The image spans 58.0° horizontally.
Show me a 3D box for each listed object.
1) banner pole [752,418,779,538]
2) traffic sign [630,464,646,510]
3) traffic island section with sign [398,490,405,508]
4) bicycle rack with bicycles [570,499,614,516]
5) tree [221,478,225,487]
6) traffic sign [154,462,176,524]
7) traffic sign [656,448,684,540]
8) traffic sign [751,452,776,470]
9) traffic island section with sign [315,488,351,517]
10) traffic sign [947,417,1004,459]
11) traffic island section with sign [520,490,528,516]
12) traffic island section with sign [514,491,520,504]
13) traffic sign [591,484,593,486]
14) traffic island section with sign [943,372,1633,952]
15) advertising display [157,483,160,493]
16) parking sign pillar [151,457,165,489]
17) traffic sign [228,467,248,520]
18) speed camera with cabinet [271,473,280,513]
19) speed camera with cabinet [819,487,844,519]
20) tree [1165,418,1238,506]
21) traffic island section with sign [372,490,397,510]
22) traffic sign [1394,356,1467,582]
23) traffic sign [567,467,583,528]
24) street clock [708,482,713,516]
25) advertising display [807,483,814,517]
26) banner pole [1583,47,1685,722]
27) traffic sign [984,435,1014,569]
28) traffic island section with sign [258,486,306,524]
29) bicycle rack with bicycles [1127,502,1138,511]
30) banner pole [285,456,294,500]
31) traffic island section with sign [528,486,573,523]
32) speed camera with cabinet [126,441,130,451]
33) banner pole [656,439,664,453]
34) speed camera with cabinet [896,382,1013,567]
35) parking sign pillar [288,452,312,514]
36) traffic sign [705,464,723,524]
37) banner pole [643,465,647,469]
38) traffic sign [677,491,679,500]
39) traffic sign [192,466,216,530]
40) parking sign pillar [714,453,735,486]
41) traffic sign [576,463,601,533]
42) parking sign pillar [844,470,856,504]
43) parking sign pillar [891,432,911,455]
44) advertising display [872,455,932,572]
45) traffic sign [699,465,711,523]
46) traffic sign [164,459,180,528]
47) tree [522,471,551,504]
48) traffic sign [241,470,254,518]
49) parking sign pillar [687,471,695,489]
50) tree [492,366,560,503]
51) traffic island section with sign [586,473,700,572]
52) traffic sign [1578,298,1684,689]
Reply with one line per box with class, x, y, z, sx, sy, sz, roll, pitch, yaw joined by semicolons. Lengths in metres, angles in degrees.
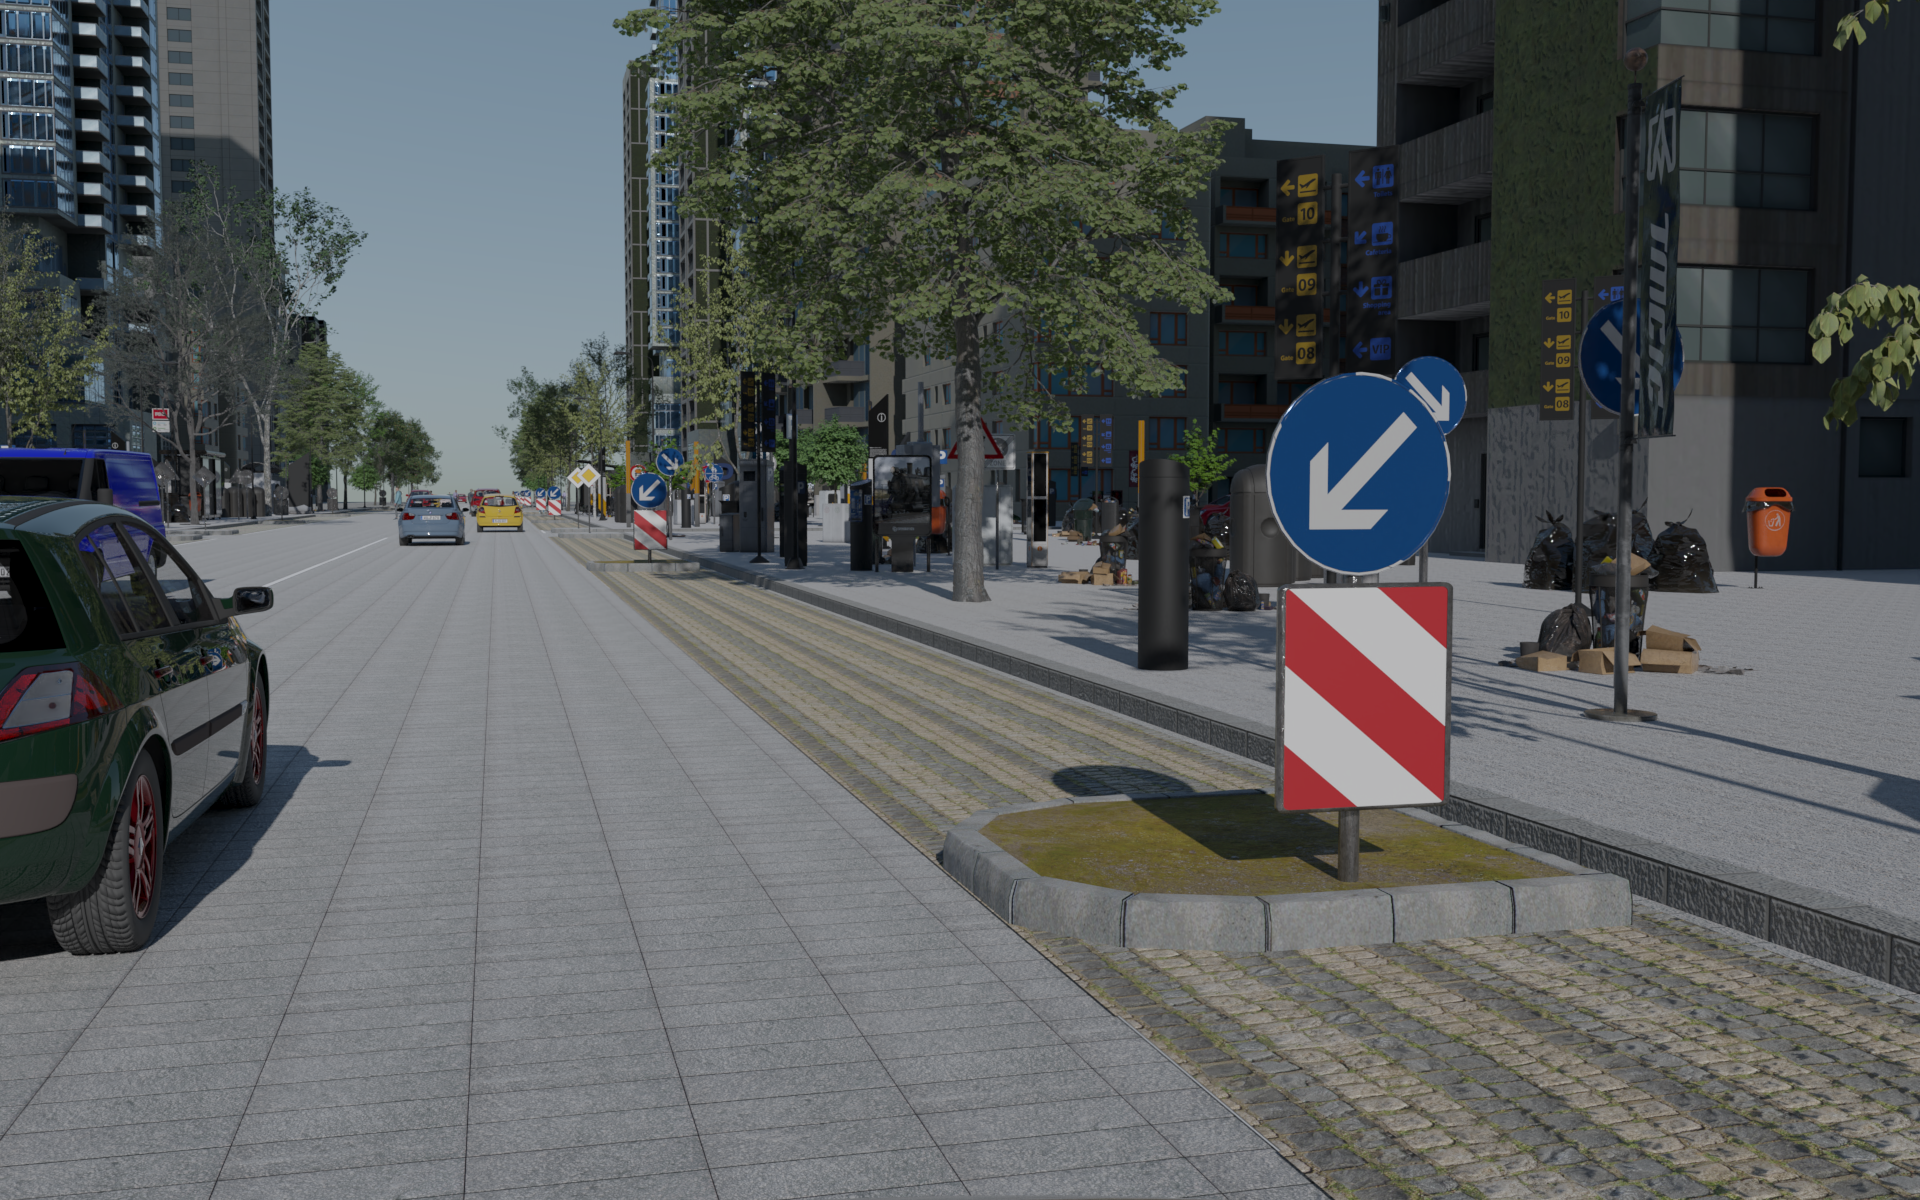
banner pole;-5.645;-3.671;50.038;0.863;3.779;0.401;-2;4;-33
traffic sign;-13.843;-4.553;74.554;0.768;2.556;0.104;-1;4;-13
traffic island section with sign;-59.539;-10.725;183.988;1.989;1.847;2.006;-1;4;-15
bicycle rack with bicycles;-21.804;-5.564;104.360;2.925;0.926;2.852;0;3;0
tree;-48.901;-7.299;113.940;1.663;3.219;1.824;0;3;0
traffic sign;-24.630;-3.049;53.497;0.795;2.450;0.064;-1;4;-15
traffic sign;-8.039;-2.934;48.082;0.768;2.556;0.104;-1;4;-13
traffic sign;-5.751;-3.091;50.647;0.768;2.556;0.104;0;4;-8
traffic island section with sign;-39.610;-6.166;109.440;1.989;1.847;2.006;-1;4;-15
traffic sign;0.230;-1.610;26.333;0.884;2.594;0.081;-1;4;-12
traffic island section with sign;-27.264;-6.330;112.125;1.989;1.847;2.006;-1;4;-15
traffic island section with sign;-40.168;-9.282;160.388;1.989;1.847;2.006;-1;4;-15
traffic sign;-24.311;-7.047;115.224;0.884;2.594;0.081;0;4;-7
traffic island section with sign;1.006;0.138;6.371;1.989;1.847;2.006;-1;4;-15
advertising display;-40.099;-4.925;85.744;0.974;1.923;0.123;0;4;-2
parking sign pillar;-57.592;-8.327;124.619;1.447;3.967;1.447;2;4;27
traffic sign;-35.074;-5.148;84.167;0.884;2.594;0.081;-1;4;-14
speed camera with cabinet;-46.580;-7.476;116.560;0.660;3.252;2.038;1;4;11
speed camera with cabinet;-6.281;-5.801;89.175;2.038;3.252;0.660;-3;5;-43
tree;5.952;-3.028;44.112;1.663;3.219;1.824;0;3;0
traffic island section with sign;-52.571;-9.133;157.945;1.989;1.847;2.006;-1;4;-15
traffic sign;4.319;-0.978;16.100;0.768;2.556;0.104;-1;4;-12
traffic sign;-14.228;-3.723;64.510;0.795;2.450;0.064;-1;4;-15
street clock;-14.336;-5.861;100.392;0.471;2.002;0.358;1;4;11
advertising display;-8.465;-5.485;94.890;0.974;1.923;0.123;-1;4;-12
banner pole;3.792;-1.197;9.596;0.401;3.779;0.863;0;4;0
traffic sign;0.632;-1.668;29.394;0.606;2.300;0.079;-1;4;-12
traffic island section with sign;-32.638;-4.573;83.398;1.989;1.847;2.006;-1;4;-15
bicycle rack with bicycles;13.924;-7.740;139.937;2.852;0.926;2.925;2;4;28
banner pole;-44.145;-7.592;114.149;0.863;3.779;0.401;-1;4;-16
traffic island section with sign;-20.167;-4.705;85.562;1.989;1.847;2.006;-1;4;-15
speed camera with cabinet;-31.651;-4.295;64.558;2.038;3.252;0.660;-3;5;-40
banner pole;-13.557;-5.401;78.327;0.401;3.779;0.863;1;4;19
speed camera with cabinet;-0.098;-2.243;31.009;2.038;3.252;0.660;-1;4;-18
parking sign pillar;-42.228;-7.478;110.735;1.447;3.967;1.447;-1;4;-12
traffic sign;-10.400;-4.475;73.276;0.768;2.556;0.104;-1;4;-9
banner pole;-23.911;-8.670;131.766;0.401;3.779;0.863;1;4;13
traffic sign;-14.857;-5.571;91.195;0.768;2.556;0.104;-1;4;-11
traffic sign;-26.692;-3.521;61.212;0.795;2.450;0.064;-1;4;-15
parking sign pillar;-14.866;-7.391;109.307;1.447;3.967;1.447;-3;4;-36
traffic sign;-12.166;-3.251;56.795;0.795;2.450;0.064;-1;4;-15
parking sign pillar;-5.114;-5.655;80.929;1.447;3.967;1.447;-1;4;-13
parking sign pillar;-2.554;-5.252;74.341;1.447;3.967;1.447;1;4;21
advertising display;-0.945;-1.420;28.427;0.974;1.923;0.123;0;3;0
traffic sign;-11.305;-4.722;77.310;0.768;2.556;0.104;-1;4;-14
traffic sign;-29.680;-3.966;64.848;0.884;2.594;0.081;0;4;-8
tree;-56.463;-15.368;234.974;4.285;4.588;4.351;0;3;0
traffic sign;-37.419;-5.553;90.892;0.768;2.556;0.104;0;4;-5
parking sign pillar;-19.677;-8.515;127.690;1.447;3.967;1.447;1;4;16
tree;-62.188;-24.370;254.338;12.611;20.169;13.585;0;3;0
traffic island section with sign;-6.024;-1.471;32.674;1.989;1.847;2.006;-1;4;-15
traffic sign;4.348;-0.687;11.334;0.768;2.556;0.104;-1;4;-13
